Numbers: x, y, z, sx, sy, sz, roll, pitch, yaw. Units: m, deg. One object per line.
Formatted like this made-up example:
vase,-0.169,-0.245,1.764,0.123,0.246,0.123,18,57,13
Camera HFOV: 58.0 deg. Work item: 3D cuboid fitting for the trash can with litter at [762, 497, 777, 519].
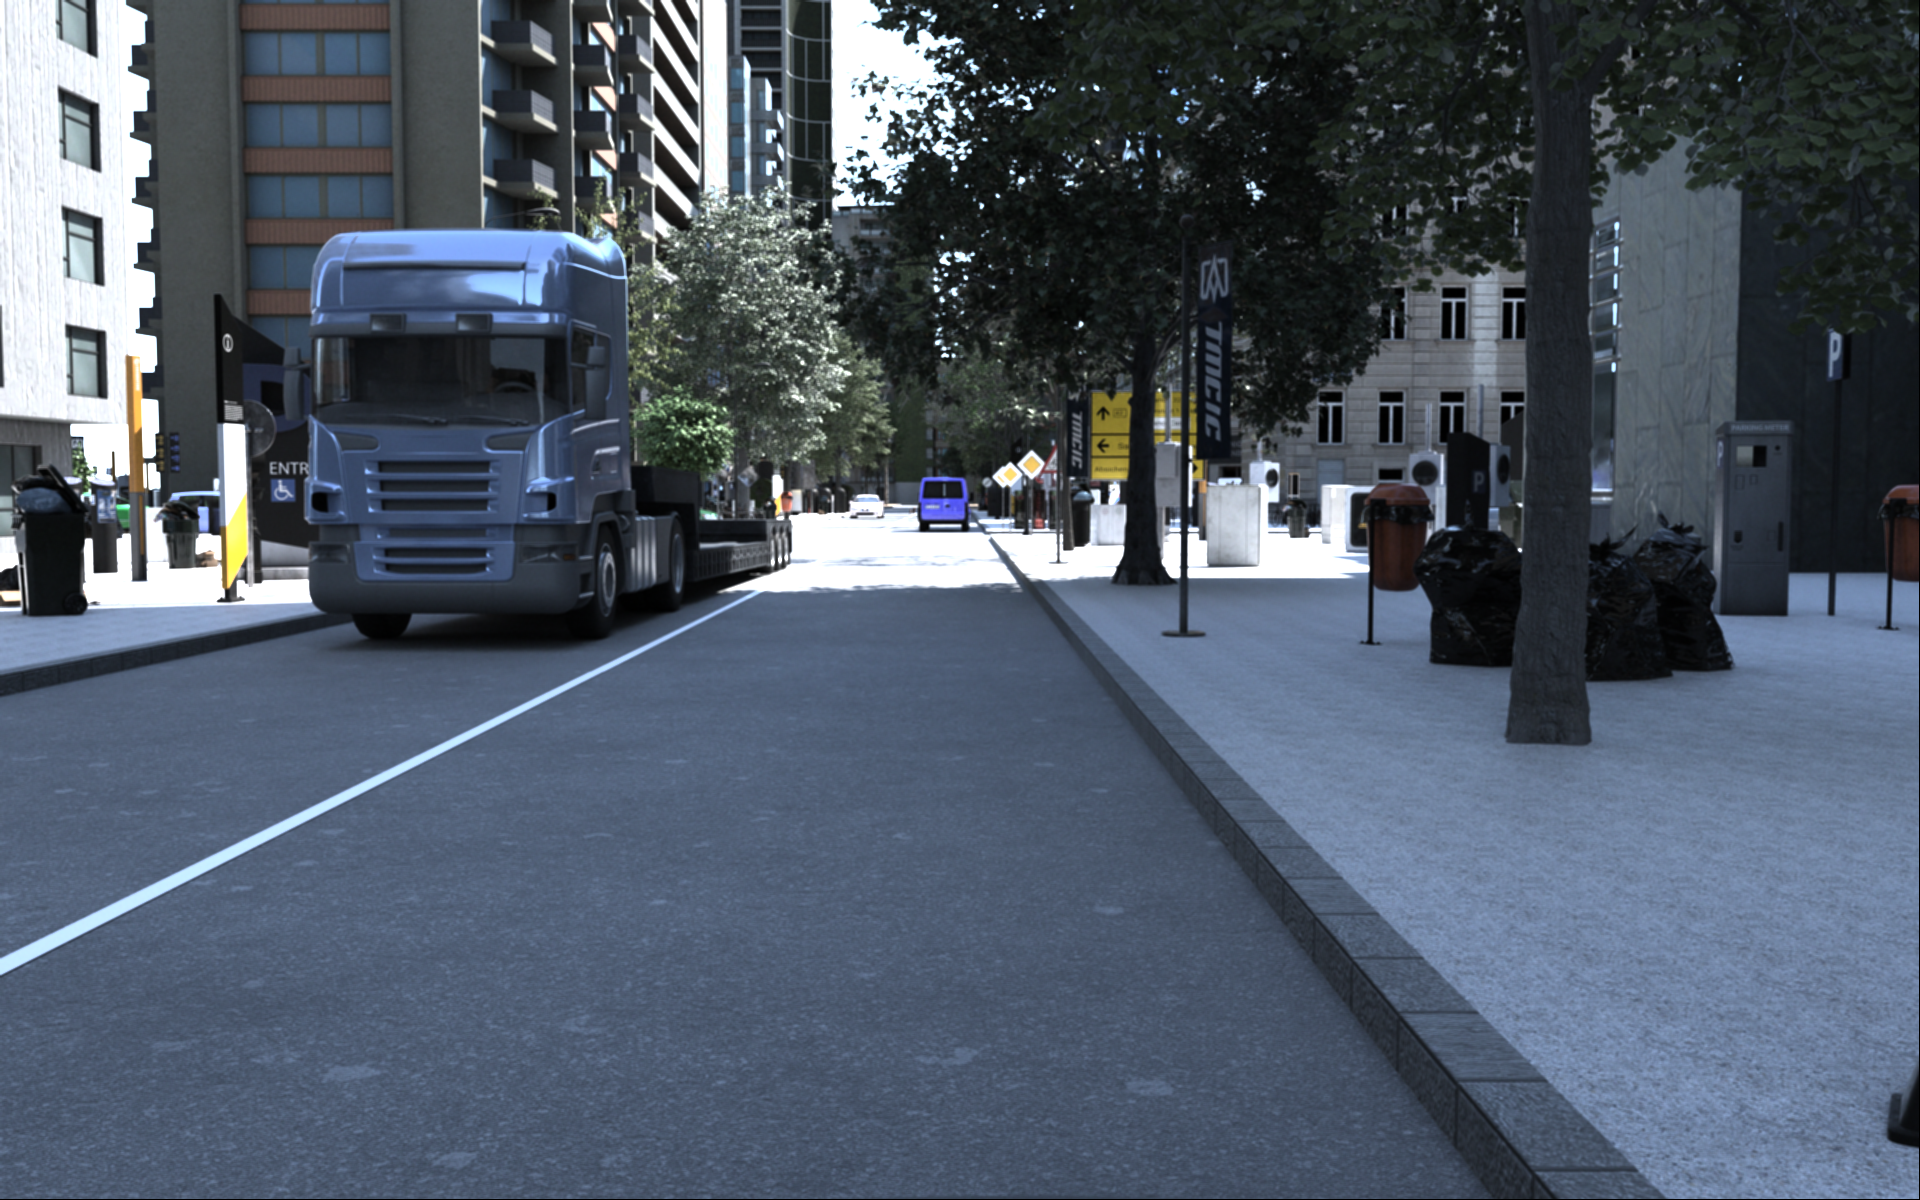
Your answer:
trash can with litter,-7.972,-3.645,70.981,0.624,1.170,1.055,-3,5,-43

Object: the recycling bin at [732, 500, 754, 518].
recycling bin,-9.036,-3.651,72.251,0.722,1.027,0.722,-2,4,-31

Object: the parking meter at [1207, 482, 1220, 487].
parking meter,5.450,-1.748,36.998,0.372,1.533,0.369,0,3,0

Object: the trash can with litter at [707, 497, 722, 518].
trash can with litter,-10.409,-3.873,74.715,1.055,1.170,0.624,2,4,33

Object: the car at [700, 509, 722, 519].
car,-10.411,-2.840,58.236,4.920,1.459,2.131,0,4,0

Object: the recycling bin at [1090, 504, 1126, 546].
recycling bin,3.657,-1.851,42.814,0.722,1.027,0.722,-1,4,-13

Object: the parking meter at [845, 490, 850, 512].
parking meter,-7.851,-6.878,120.868,0.372,1.533,0.369,0,3,0

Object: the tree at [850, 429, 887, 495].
tree,-8.487,-13.380,169.119,4.360,8.622,3.978,0,3,0

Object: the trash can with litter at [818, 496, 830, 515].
trash can with litter,-8.241,-5.696,104.508,0.624,1.170,1.055,0,4,6

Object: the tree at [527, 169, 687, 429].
tree,-8.555,-5.494,40.186,4.737,8.622,4.395,0,3,0

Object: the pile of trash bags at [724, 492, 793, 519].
pile of trash bags,-9.606,-4.416,81.960,3.447,1.369,1.912,0,4,4

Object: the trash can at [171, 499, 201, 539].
trash can,-21.075,-2.174,47.202,0.748,1.137,0.748,0,3,0

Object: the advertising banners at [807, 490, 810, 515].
advertising banners,-9.528,-6.908,109.129,0.090,3.025,2.074,0,3,0

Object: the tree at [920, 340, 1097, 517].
tree,2.997,-11.311,95.301,12.009,13.543,11.850,0,3,0

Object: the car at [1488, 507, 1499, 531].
car,16.921,-2.819,58.090,4.499,1.417,2.014,0,4,1

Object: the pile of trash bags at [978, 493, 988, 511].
pile of trash bags,2.221,-7.405,130.816,1.912,1.369,3.447,0,4,5

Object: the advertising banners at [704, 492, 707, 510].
advertising banners,-19.503,-8.424,133.919,2.074,3.025,0.090,-1,4,-15

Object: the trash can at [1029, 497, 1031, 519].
trash can,3.741,-4.682,88.211,0.748,1.137,0.748,0,3,0

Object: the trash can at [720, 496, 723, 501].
trash can,-17.778,-7.070,127.251,0.748,1.137,0.748,0,3,0

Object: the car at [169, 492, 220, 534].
car,-23.963,-2.853,56.235,3.694,1.707,1.945,0,4,0

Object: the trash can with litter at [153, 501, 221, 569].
trash can with litter,-13.317,-1.133,29.911,0.624,1.170,1.055,1,4,17

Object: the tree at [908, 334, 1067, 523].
tree,2.656,-9.250,76.994,9.928,11.665,9.643,0,3,0

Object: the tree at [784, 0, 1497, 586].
tree,2.598,-6.562,24.299,9.611,12.733,9.660,0,3,0

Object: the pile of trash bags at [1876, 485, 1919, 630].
pile of trash bags,9.411,-0.327,15.105,1.912,1.369,3.447,-1,4,-15

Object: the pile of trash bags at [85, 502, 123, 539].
pile of trash bags,-25.693,-2.401,49.004,3.447,1.369,1.912,-3,5,-43

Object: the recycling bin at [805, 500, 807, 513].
recycling bin,-11.088,-6.687,121.881,0.722,1.027,0.722,-3,4,-37

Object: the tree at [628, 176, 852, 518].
tree,-8.845,-9.954,69.399,9.857,13.997,8.962,0,3,0

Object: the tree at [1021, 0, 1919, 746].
tree,2.867,-5.562,9.060,7.486,12.596,7.792,0,3,0

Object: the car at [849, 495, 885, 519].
car,-5.462,-5.482,101.989,2.083,1.381,4.827,0,4,0

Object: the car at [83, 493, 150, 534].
car,-29.257,-2.964,57.263,4.718,1.807,1.959,0,4,0

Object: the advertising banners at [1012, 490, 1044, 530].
advertising banners,2.828,-4.052,62.437,2.074,3.025,0.090,2,4,27

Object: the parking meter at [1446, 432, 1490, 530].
parking meter,4.858,-0.665,16.579,0.399,1.863,0.255,-3,4,-39

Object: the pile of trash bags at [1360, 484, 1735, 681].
pile of trash bags,4.330,-0.236,13.618,1.912,1.369,3.447,-2,4,-26

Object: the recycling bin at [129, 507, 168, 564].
recycling bin,-15.033,-1.213,32.391,0.722,1.027,0.722,3,5,45

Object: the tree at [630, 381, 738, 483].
tree,-8.173,-4.095,50.661,4.285,4.588,4.351,0,3,0

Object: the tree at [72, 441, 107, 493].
tree,-32.130,-4.213,63.490,1.663,3.219,1.824,0,3,0

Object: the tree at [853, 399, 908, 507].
tree,-8.441,-15.365,176.966,9.928,11.665,9.643,0,3,0

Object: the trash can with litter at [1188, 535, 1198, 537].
trash can with litter,7.790,-2.452,51.144,2.233,1.210,1.678,2,4,27

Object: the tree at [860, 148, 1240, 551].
tree,2.463,-6.393,38.938,8.767,10.594,7.601,0,4,1

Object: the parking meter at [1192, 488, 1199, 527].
parking meter,9.271,-3.634,67.824,0.372,1.533,0.369,0,3,0

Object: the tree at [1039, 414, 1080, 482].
tree,8.065,-11.066,131.295,4.737,8.622,4.395,0,3,0

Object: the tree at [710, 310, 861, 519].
tree,-8.533,-9.177,84.464,8.767,10.594,7.601,0,4,1

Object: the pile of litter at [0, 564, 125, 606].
pile of litter,-10.769,-0.381,20.195,1.719,0.858,1.176,1,4,9

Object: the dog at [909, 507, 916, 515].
dog,-3.314,-6.161,120.016,0.406,0.507,0.540,1,4,9

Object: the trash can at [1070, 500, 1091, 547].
trash can,2.797,-1.845,41.821,0.748,1.137,0.748,0,3,0

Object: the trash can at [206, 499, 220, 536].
trash can,-22.733,-2.536,53.121,0.748,1.137,0.748,0,3,0

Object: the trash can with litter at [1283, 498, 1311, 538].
trash can with litter,9.775,-2.370,50.142,0.624,1.170,1.055,2,4,27

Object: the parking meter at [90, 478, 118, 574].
parking meter,-13.824,-1.197,27.977,0.372,1.533,0.369,0,3,0

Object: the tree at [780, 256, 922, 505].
tree,-7.944,-17.116,135.737,12.611,20.169,13.585,0,3,0

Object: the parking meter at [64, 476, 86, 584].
parking meter,-12.735,-1.001,24.773,0.372,1.533,0.369,0,3,0

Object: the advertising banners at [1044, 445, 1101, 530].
advertising banners,4.110,-4.004,61.655,2.074,3.025,0.090,0,4,-7
